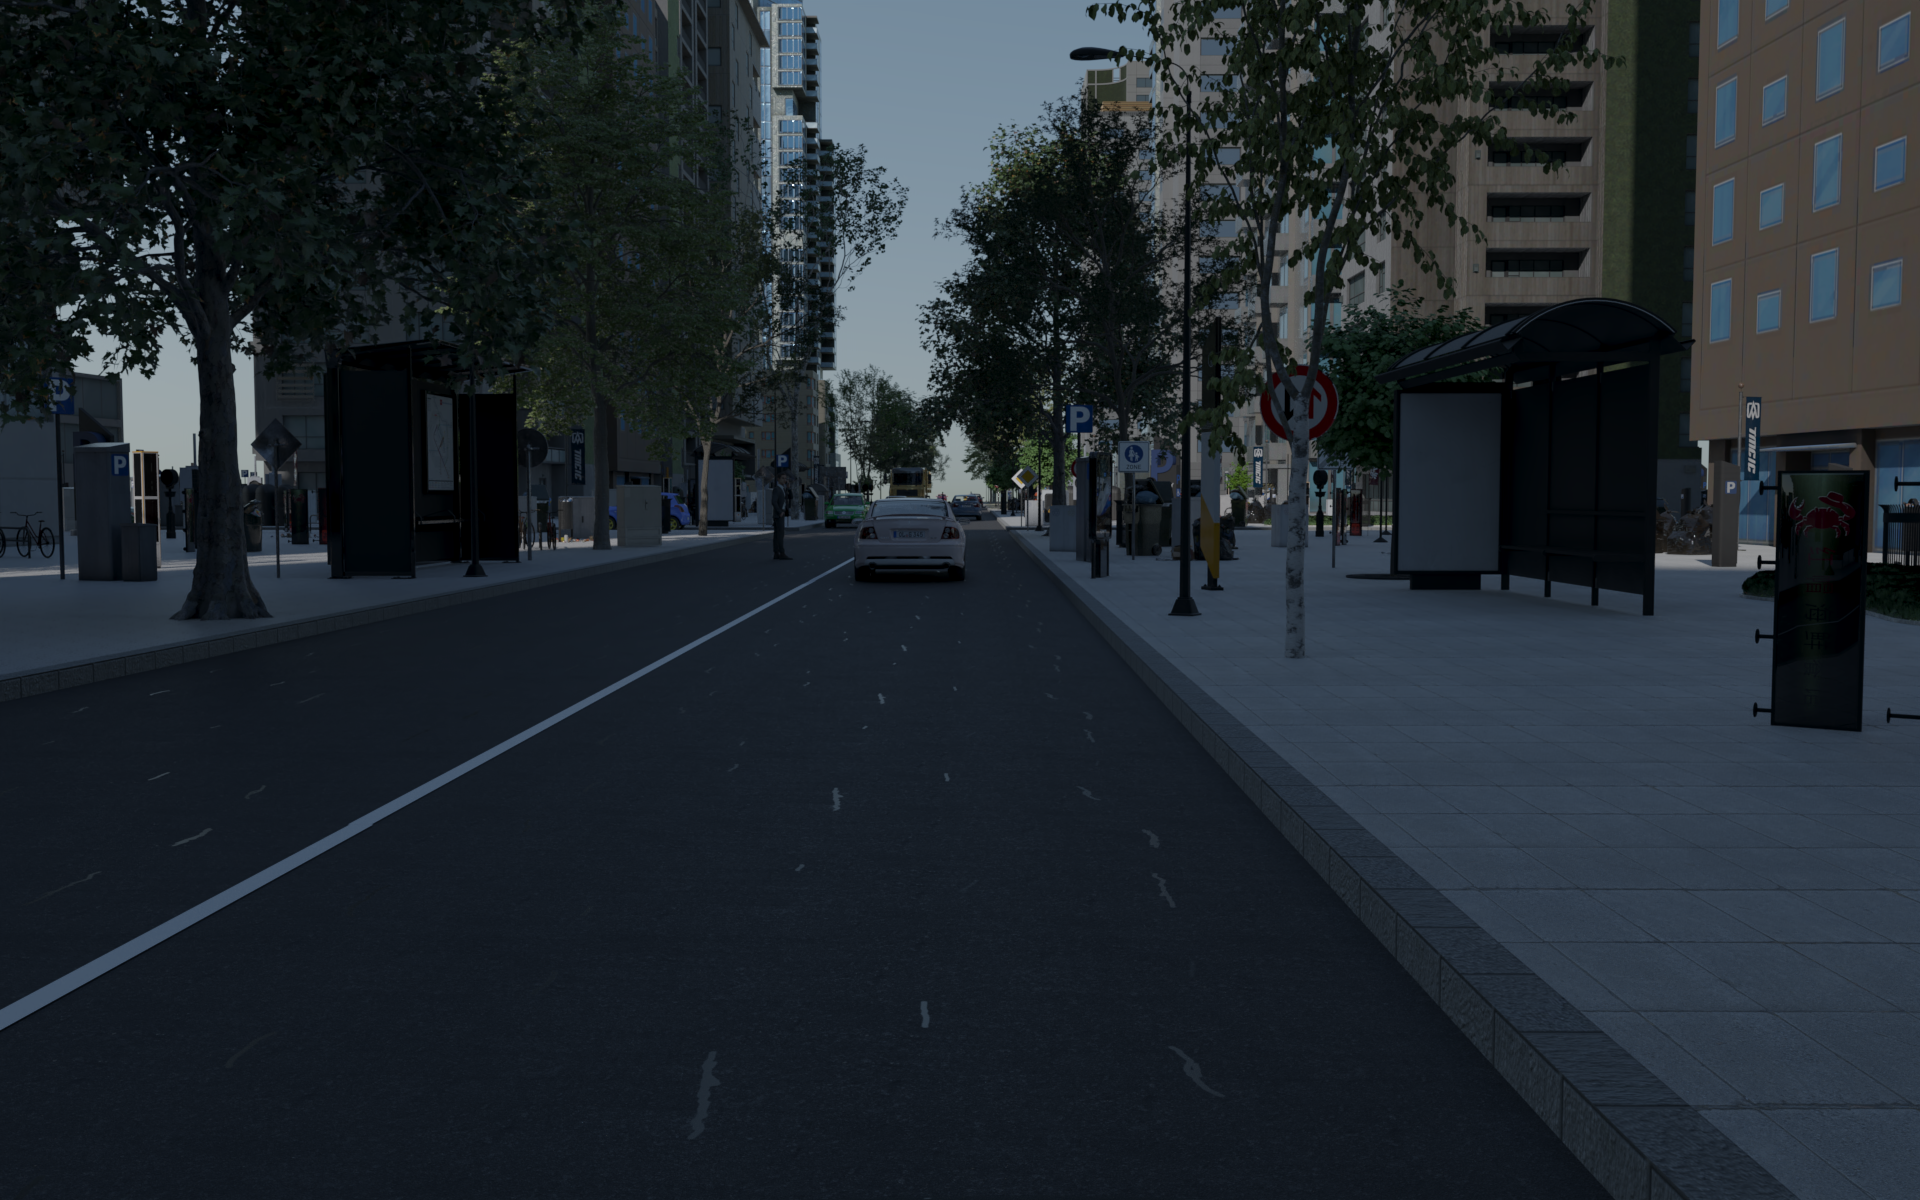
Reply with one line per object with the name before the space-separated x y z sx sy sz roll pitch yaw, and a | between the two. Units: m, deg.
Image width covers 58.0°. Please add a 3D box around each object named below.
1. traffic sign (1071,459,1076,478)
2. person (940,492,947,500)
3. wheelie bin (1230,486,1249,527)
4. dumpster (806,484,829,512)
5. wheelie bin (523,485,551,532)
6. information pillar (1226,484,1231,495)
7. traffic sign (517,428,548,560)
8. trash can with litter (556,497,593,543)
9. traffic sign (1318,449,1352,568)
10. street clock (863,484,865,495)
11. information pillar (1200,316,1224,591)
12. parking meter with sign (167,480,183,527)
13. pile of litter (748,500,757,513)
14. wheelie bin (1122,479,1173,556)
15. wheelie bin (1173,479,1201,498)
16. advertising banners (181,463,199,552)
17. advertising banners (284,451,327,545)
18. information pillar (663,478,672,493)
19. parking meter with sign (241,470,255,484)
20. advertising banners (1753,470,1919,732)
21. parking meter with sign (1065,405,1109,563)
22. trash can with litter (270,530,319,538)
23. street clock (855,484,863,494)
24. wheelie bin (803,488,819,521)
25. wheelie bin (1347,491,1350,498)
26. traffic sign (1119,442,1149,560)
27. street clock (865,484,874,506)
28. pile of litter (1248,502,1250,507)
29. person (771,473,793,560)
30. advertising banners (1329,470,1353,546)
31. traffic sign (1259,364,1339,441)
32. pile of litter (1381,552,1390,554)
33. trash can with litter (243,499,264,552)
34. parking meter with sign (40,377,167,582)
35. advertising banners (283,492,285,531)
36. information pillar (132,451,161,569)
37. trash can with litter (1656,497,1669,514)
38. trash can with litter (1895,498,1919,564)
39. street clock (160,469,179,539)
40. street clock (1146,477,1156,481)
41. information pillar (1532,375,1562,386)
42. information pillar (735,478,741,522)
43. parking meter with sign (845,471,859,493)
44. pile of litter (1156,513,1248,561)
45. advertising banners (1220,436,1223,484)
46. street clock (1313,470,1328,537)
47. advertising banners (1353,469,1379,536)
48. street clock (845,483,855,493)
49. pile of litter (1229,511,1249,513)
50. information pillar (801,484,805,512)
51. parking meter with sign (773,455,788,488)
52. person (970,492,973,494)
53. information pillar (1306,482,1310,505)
traffic sign | 4.240 -3.688 60.408 0.768 2.556 0.104 0 4 1
person | -2.261 -13.680 232.850 0.721 1.739 1.217 3 5 44
wheelie bin | 10.876 -3.645 67.496 0.693 1.594 0.980 1 4 18
dumpster | -7.982 -5.562 96.692 1.264 1.857 1.865 0 4 0
wheelie bin | -14.190 -3.060 57.938 0.980 1.594 0.693 -3 5 -39
information pillar | 18.254 -6.914 117.529 0.304 2.012 0.304 -2 4 -28
traffic sign | -8.325 -2.039 33.437 0.768 2.556 0.104 0 4 4
trash can with litter | -10.305 -2.183 46.754 1.678 1.210 2.233 2 4 27
traffic sign | 6.496 -1.708 30.055 0.606 2.300 0.079 0 4 6
street clock | -6.947 -7.467 126.658 0.471 2.002 0.358 -1 4 -17
information pillar | 3.354 -1.944 23.135 0.183 3.616 0.504 -1 4 -14
parking meter with sign | -31.163 -4.368 67.685 1.738 3.016 0.543 0 4 -3
pile of litter | -13.980 -6.385 118.358 1.719 0.858 1.176 0 4 3
wheelie bin | 3.807 -1.724 36.090 0.693 1.594 0.980 -2 4 -31
wheelie bin | 5.158 -1.802 37.370 0.693 1.594 0.980 -3 5 -42
advertising banners | -17.035 -2.611 38.879 0.090 3.025 2.074 0 4 -3
advertising banners | -16.060 -2.917 43.877 2.074 3.025 0.090 0 4 7
information pillar | -13.027 -4.450 77.256 0.304 2.012 0.304 1 4 18
parking meter with sign | -56.086 -8.594 136.764 0.543 3.016 1.738 -3 5 -45
advertising banners | 5.258 -0.780 8.948 2.074 3.025 0.090 3 4 38
parking meter with sign | 2.477 -2.253 33.101 0.543 3.016 1.738 -1 4 -11
trash can with litter | -19.685 -2.484 51.672 1.678 1.210 2.233 -1 4 -21
street clock | -7.486 -7.394 125.454 0.471 2.002 0.358 -1 4 -16
wheelie bin | -7.252 -4.660 84.102 0.693 1.594 0.980 1 4 8
wheelie bin | 24.451 -6.093 107.535 0.693 1.594 0.980 3 5 40
traffic sign | 3.367 -1.924 33.585 0.606 2.300 0.079 0 4 7
street clock | -6.425 -7.390 125.389 0.358 2.002 0.471 1 4 18
pile of litter | 17.891 -5.765 108.229 1.719 0.858 1.176 1 4 18
person | -3.885 -1.843 38.002 0.474 1.900 0.648 0 4 -2
advertising banners | 9.392 -2.860 42.941 0.090 3.025 2.074 2 4 24
traffic sign | 3.325 -1.037 17.065 0.768 2.556 0.104 0 4 5
pile of litter | 9.856 -1.433 37.392 1.719 0.858 1.176 -1 4 -11
trash can with litter | -15.923 -1.641 38.212 1.055 1.170 0.624 -1 4 -10
parking meter with sign | -12.705 -1.798 25.653 1.738 3.016 0.543 1 4 20
advertising banners | -22.291 -3.759 57.655 0.090 3.025 2.074 -2 4 -33
information pillar | -13.970 -1.545 29.757 0.304 2.012 0.304 2 4 35
trash can with litter | 23.901 -2.904 58.871 0.624 1.170 1.055 0 4 4
trash can with litter | 15.892 -1.090 28.883 1.678 1.210 2.233 1 4 15
street clock | -22.740 -2.771 49.870 0.471 2.002 0.358 1 4 19
street clock | 8.117 -4.233 73.785 0.471 2.002 0.358 2 4 23
information pillar | 9.928 -2.323 29.328 0.504 3.616 0.183 1 4 18
information pillar | -10.230 -4.578 79.346 0.304 2.012 0.304 -3 4 -38
parking meter with sign | -8.118 -8.364 133.015 1.738 3.016 0.543 2 4 32
pile of litter | 4.604 -1.204 33.649 1.719 0.858 1.176 0 4 2
advertising banners | 6.606 -3.033 45.775 0.090 3.025 2.074 2 4 29
street clock | 10.789 -2.894 51.888 0.358 2.002 0.471 -1 4 -23
advertising banners | 12.118 -3.477 53.035 0.090 3.025 2.074 -2 4 -34
street clock | -7.345 -6.708 114.246 0.471 2.002 0.358 -1 4 -19
pile of litter | 5.980 -1.627 40.563 1.176 0.858 1.719 1 4 20
information pillar | -10.995 -7.157 121.502 0.304 2.012 0.304 0 4 -2
parking meter with sign | -8.079 -4.960 77.361 0.543 3.016 1.738 -1 4 -16
person | 1.666 -15.845 267.439 0.709 1.838 0.599 -3 4 -39
information pillar | 21.145 -6.196 105.799 0.304 2.012 0.304 -1 4 -19
